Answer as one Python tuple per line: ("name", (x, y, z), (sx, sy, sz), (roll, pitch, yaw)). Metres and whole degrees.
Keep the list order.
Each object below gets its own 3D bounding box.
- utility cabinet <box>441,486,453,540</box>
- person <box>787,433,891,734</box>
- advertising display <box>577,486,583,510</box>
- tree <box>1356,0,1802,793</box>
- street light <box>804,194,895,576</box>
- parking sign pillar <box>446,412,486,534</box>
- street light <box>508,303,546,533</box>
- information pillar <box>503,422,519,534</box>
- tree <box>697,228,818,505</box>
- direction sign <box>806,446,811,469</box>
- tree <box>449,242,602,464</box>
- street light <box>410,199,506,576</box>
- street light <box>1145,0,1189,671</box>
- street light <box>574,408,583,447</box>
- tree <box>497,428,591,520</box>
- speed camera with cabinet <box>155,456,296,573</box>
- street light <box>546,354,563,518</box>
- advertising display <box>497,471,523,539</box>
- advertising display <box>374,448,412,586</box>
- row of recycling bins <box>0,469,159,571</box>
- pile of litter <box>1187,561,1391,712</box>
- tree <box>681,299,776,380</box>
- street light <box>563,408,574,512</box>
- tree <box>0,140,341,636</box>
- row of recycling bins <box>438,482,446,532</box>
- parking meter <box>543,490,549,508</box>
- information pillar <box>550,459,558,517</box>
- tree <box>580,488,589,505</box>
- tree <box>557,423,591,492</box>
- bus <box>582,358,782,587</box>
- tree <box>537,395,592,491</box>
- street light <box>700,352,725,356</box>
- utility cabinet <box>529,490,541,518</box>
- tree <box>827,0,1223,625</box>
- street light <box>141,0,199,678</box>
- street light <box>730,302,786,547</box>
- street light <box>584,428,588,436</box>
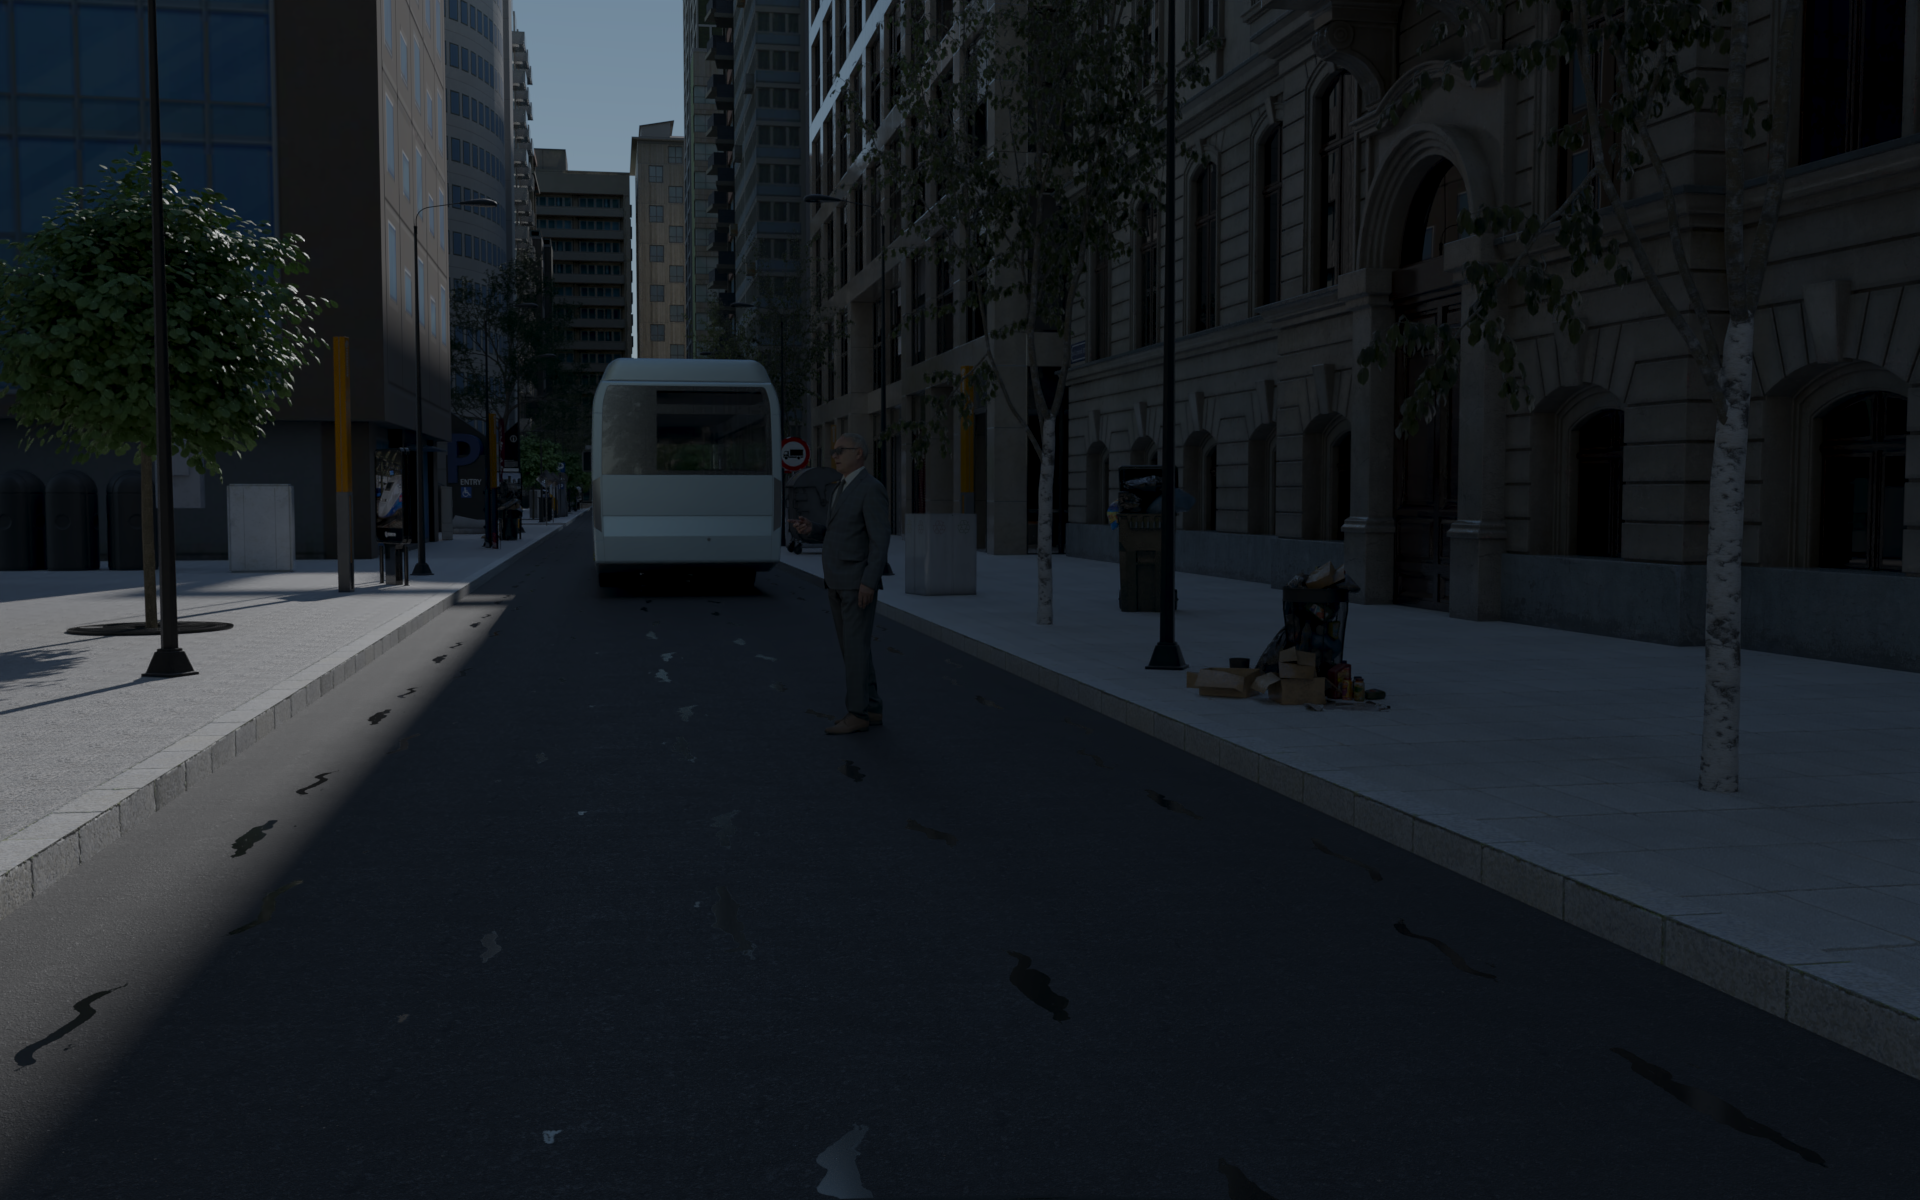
("utility cabinet", (-14.350, -2.434, 48.474), (0.318, 1.500, 1.173), (-1, 4, -17))
("person", (-0.718, -0.114, 10.535), (0.590, 1.801, 0.661), (-2, 4, -30))
("advertising display", (-30.826, -8.221, 139.630), (0.974, 1.923, 0.123), (2, 4, 28))
("tree", (3.196, -3.493, 7.469), (4.360, 8.622, 3.978), (0, 3, 0))
("street light", (-1.733, -3.337, 27.101), (1.470, 5.913, 1.316), (-1, 4, -11))
("parking sign pillar", (-15.841, -4.116, 55.768), (1.447, 3.967, 1.447), (0, 4, 5))
("street light", (-10.945, -4.259, 42.170), (1.470, 5.913, 1.316), (-1, 4, -11))
("information pillar", (-14.493, -3.952, 55.974), (0.504, 3.616, 0.183), (-1, 4, -23))
("tree", (-4.873, -5.919, 47.133), (4.360, 8.622, 3.978), (0, 3, 0))
("direction sign", (-7.101, -5.524, 82.308), (0.379, 3.537, 0.876), (1, 4, 20))
("tree", (-16.468, -7.891, 63.433), (7.601, 10.594, 8.767), (-1, 4, -21))
("street light", (-7.976, -3.350, 27.312), (1.470, 5.913, 1.316), (-1, 4, -11))
("street light", (0.993, -2.442, 12.474), (1.470, 5.913, 1.316), (-1, 4, -11))
("street light", (-21.023, -7.329, 92.371), (1.470, 5.913, 1.316), (-1, 4, -11))
("tree", (-21.390, -6.280, 86.383), (4.285, 4.588, 4.351), (0, 3, 0))
("speed camera with cabinet", (-12.004, -2.078, 28.311), (2.038, 3.252, 0.660), (-1, 4, -16))
("street light", (-14.074, -5.193, 57.447), (1.470, 5.913, 1.316), (-1, 4, -11))
("advertising display", (-12.811, -2.665, 48.787), (0.974, 1.923, 0.123), (-3, 4, -36))
("advertising display", (-8.021, -1.179, 24.496), (0.123, 1.923, 0.974), (-3, 5, -41))
("row of recycling bins", (-15.342, -1.349, 29.170), (3.534, 1.692, 1.069), (0, 4, -4))
("pile of litter", (2.062, 0.182, 10.982), (1.176, 0.858, 1.719), (0, 4, -5))
("tree", (-8.703, -7.000, 64.819), (4.737, 8.622, 4.395), (0, 3, 0))
("street light", (-18.275, -6.442, 77.862), (1.470, 5.913, 1.316), (-1, 4, -11))
("tree", (-7.559, -1.990, 16.258), (4.285, 4.588, 4.351), (0, 3, 0))
("row of recycling bins", (-18.940, -3.134, 58.355), (3.534, 1.692, 1.069), (0, 4, 7))
("parking meter", (-22.967, -5.358, 96.020), (0.372, 1.533, 0.369), (0, 3, 0))
("information pillar", (-22.885, -6.499, 97.612), (0.183, 3.616, 0.504), (3, 5, 44))
("tree", (-45.816, -13.172, 209.962), (1.663, 3.219, 1.824), (0, 3, 0))
("tree", (-36.729, -13.118, 164.840), (4.737, 8.622, 4.395), (0, 3, 0))
("bus", (-5.081, -2.154, 30.079), (2.948, 3.499, 13.247), (-1, 4, -12))
("tree", (-26.678, -10.242, 117.822), (4.360, 8.622, 3.978), (0, 3, 0))
("street light", (-7.795, -5.148, 56.706), (1.470, 5.913, 1.316), (-1, 4, -11))
("utility cabinet", (-22.403, -5.062, 91.447), (0.318, 1.500, 1.173), (-2, 4, -33))
("tree", (0.782, -4.079, 17.051), (4.360, 8.622, 3.978), (0, 3, 0))
("street light", (-5.053, -2.424, 12.170), (1.470, 5.913, 1.316), (-1, 4, -11))
("street light", (-4.871, -4.262, 42.232), (1.470, 5.913, 1.316), (-1, 4, -11))
("street light", (-23.955, -8.223, 106.990), (1.470, 5.913, 1.316), (-1, 4, -11))
